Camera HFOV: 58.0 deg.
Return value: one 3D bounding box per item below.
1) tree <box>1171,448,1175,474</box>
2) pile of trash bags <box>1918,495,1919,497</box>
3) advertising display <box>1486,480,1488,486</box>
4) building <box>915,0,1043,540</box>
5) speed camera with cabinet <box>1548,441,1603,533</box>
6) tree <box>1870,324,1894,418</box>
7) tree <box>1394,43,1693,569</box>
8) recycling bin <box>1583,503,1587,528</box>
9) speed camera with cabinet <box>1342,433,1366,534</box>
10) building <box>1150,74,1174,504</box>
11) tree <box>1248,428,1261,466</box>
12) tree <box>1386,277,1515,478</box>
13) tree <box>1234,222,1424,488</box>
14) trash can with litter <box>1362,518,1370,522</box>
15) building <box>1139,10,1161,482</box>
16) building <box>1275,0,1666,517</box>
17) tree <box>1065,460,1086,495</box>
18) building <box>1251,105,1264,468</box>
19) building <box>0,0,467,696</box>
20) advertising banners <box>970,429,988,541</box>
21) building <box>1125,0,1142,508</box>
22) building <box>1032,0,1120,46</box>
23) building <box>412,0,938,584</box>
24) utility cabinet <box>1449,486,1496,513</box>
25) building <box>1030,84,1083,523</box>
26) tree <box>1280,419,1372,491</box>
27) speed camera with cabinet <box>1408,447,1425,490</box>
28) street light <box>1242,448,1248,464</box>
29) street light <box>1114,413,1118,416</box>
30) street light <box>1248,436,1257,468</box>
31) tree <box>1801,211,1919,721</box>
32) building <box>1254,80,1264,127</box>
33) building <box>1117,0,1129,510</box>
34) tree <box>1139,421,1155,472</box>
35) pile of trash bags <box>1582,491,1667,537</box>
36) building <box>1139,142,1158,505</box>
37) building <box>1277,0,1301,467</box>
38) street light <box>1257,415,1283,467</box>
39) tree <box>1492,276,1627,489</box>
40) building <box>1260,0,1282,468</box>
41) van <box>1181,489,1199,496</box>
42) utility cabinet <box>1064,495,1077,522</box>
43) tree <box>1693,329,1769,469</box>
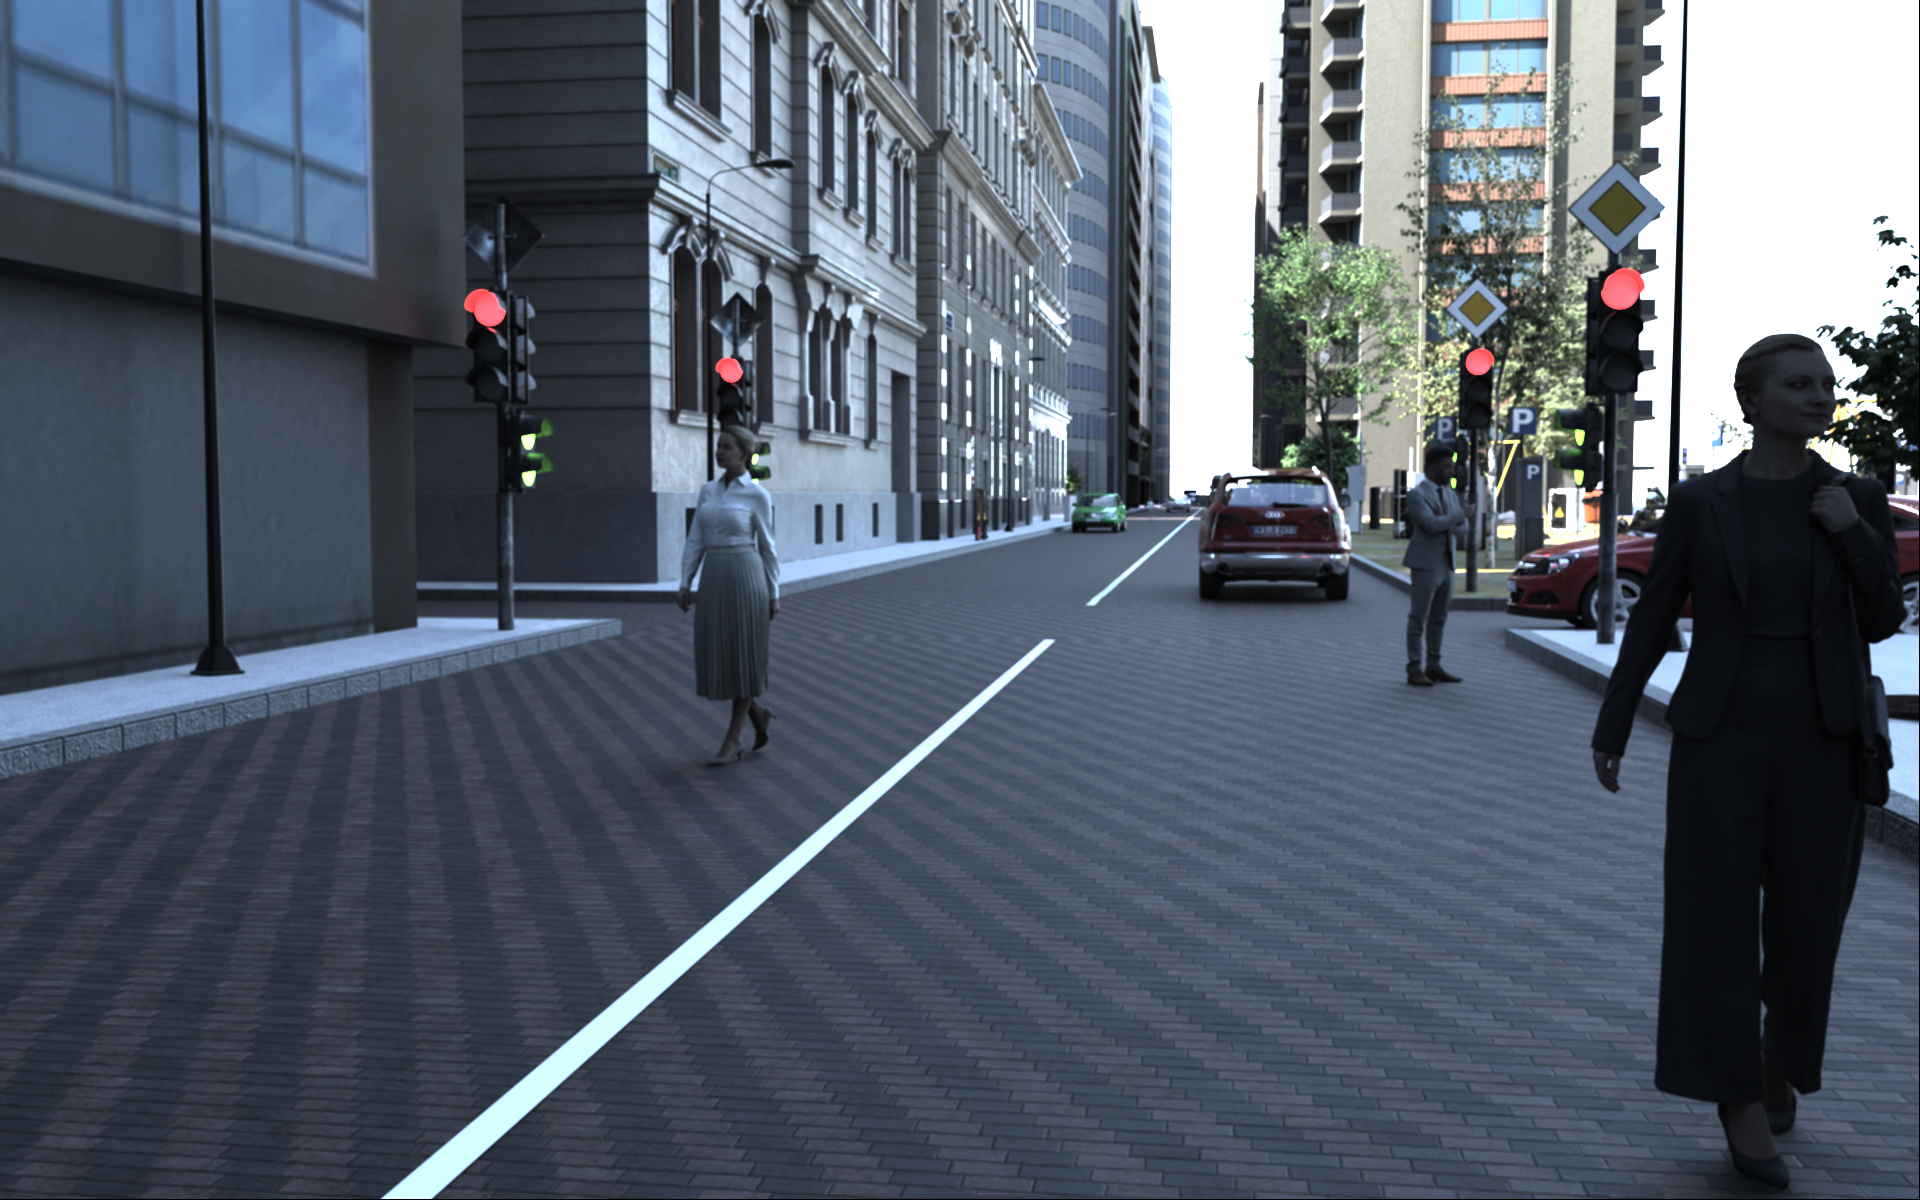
[{"bbox_3d":[30.214,-18.754,256.981,4.360,8.622,3.978,0,3,0],"label":"tree"},{"bbox_3d":[20.873,-1.724,37.940,1.912,1.369,3.447,3,5,40],"label":"pile of trash bags"},{"bbox_3d":[23.836,-4.409,77.305,0.974,1.923,0.123,-2,4,-33],"label":"advertising display"},{"bbox_3d":[-4.353,-16.061,59.856,12.463,27.353,25.104,1,4,8],"label":"building"},{"bbox_3d":[20.428,-3.839,57.108,0.660,3.252,2.038,-2,4,-32],"label":"speed camera with cabinet"},{"bbox_3d":[38.193,-7.441,72.021,4.360,8.622,3.978,0,3,0],"label":"tree"},{"bbox_3d":[9.291,-4.835,29.410,4.360,8.622,3.978,0,3,0],"label":"tree"},{"bbox_3d":[23.055,-3.211,65.059,0.722,1.027,0.722,-2,4,-28],"label":"recycling bin"},{"bbox_3d":[12.839,-3.805,56.545,0.660,3.252,2.038,0,4,7],"label":"speed camera with cabinet"},{"bbox_3d":[18.174,-42.540,237.529,21.231,58.520,28.212,1,4,8],"label":"building"},{"bbox_3d":[31.882,-14.027,179.702,4.360,8.622,3.978,0,3,0],"label":"tree"},{"bbox_3d":[16.653,-6.571,57.800,4.737,8.622,4.395,0,3,0],"label":"tree"},{"bbox_3d":[14.218,-8.639,67.010,9.928,11.665,9.643,0,3,0],"label":"tree"},{"bbox_3d":[18.594,-4.198,79.701,1.678,1.210,2.233,2,4,30],"label":"trash can with litter"},{"bbox_3d":[7.835,-37.136,196.405,28.713,52.752,27.495,1,4,8],"label":"building"},{"bbox_3d":[31.974,-27.966,111.868,22.147,44.769,28.867,1,4,8],"label":"building"},{"bbox_3d":[6.438,-6.331,98.107,1.663,3.219,1.824,0,3,0],"label":"tree"},{"bbox_3d":[40.053,-33.315,194.809,14.600,45.320,14.200,1,4,8],"label":"building"},{"bbox_3d":[-12.834,-22.004,9.869,14.200,45.320,14.600,1,4,8],"label":"building"},{"bbox_3d":[0.510,-3.144,47.594,0.090,3.025,2.074,1,4,14],"label":"advertising banners"},{"bbox_3d":[4.836,-32.386,153.218,21.300,48.544,21.600,1,4,8],"label":"building"},{"bbox_3d":[-0.903,-34.928,113.074,21.231,58.520,28.212,1,4,8],"label":"building"},{"bbox_3d":[-8.837,-15.195,35.820,14.401,28.519,23.554,1,4,8],"label":"building"},{"bbox_3d":[13.730,-2.307,46.398,1.173,1.500,0.318,2,4,28],"label":"utility cabinet"},{"bbox_3d":[-0.778,-15.086,82.809,11.583,22.565,21.152,1,4,8],"label":"building"},{"bbox_3d":[16.217,-5.613,75.491,4.285,4.588,4.351,0,3,0],"label":"tree"},{"bbox_3d":[19.541,-4.801,72.830,0.660,3.252,2.038,-1,4,-21],"label":"speed camera with cabinet"},{"bbox_3d":[30.780,-13.005,185.173,1.470,5.913,1.316,1,4,8],"label":"street light"},{"bbox_3d":[8.401,-7.795,99.995,1.470,5.913,1.316,1,4,8],"label":"street light"},{"bbox_3d":[23.776,-10.084,137.411,1.470,5.913,1.316,1,4,8],"label":"street light"},{"bbox_3d":[5.843,-0.952,10.169,1.663,3.219,1.824,0,3,0],"label":"tree"},{"bbox_3d":[51.028,-38.235,214.385,28.713,52.752,27.495,1,4,8],"label":"building"},{"bbox_3d":[5.618,-27.601,134.872,14.154,41.232,14.086,1,4,8],"label":"building"},{"bbox_3d":[17.331,-13.640,173.374,4.360,8.622,3.978,0,3,0],"label":"tree"},{"bbox_3d":[19.038,-2.342,48.042,3.447,1.369,1.912,0,4,7],"label":"pile of trash bags"},{"bbox_3d":[17.410,-34.648,216.602,14.600,45.320,14.200,1,4,8],"label":"building"},{"bbox_3d":[31.876,-27.575,134.454,14.154,41.232,14.086,1,4,8],"label":"building"},{"bbox_3d":[18.460,-7.934,102.258,1.470,5.913,1.316,1,4,8],"label":"street light"},{"bbox_3d":[31.219,-10.567,90.894,7.486,12.596,7.792,0,3,0],"label":"tree"},{"bbox_3d":[37.878,-37.524,155.520,21.231,58.520,28.212,1,4,8],"label":"building"},{"bbox_3d":[27.670,-12.467,208.222,2.240,2.365,5.245,0,4,7],"label":"van"},{"bbox_3d":[5.068,-4.192,79.699,0.306,1.237,1.020,1,4,23],"label":"utility cabinet"},{"bbox_3d":[35.231,-7.802,77.926,4.360,8.622,3.978,0,3,0],"label":"tree"}]
